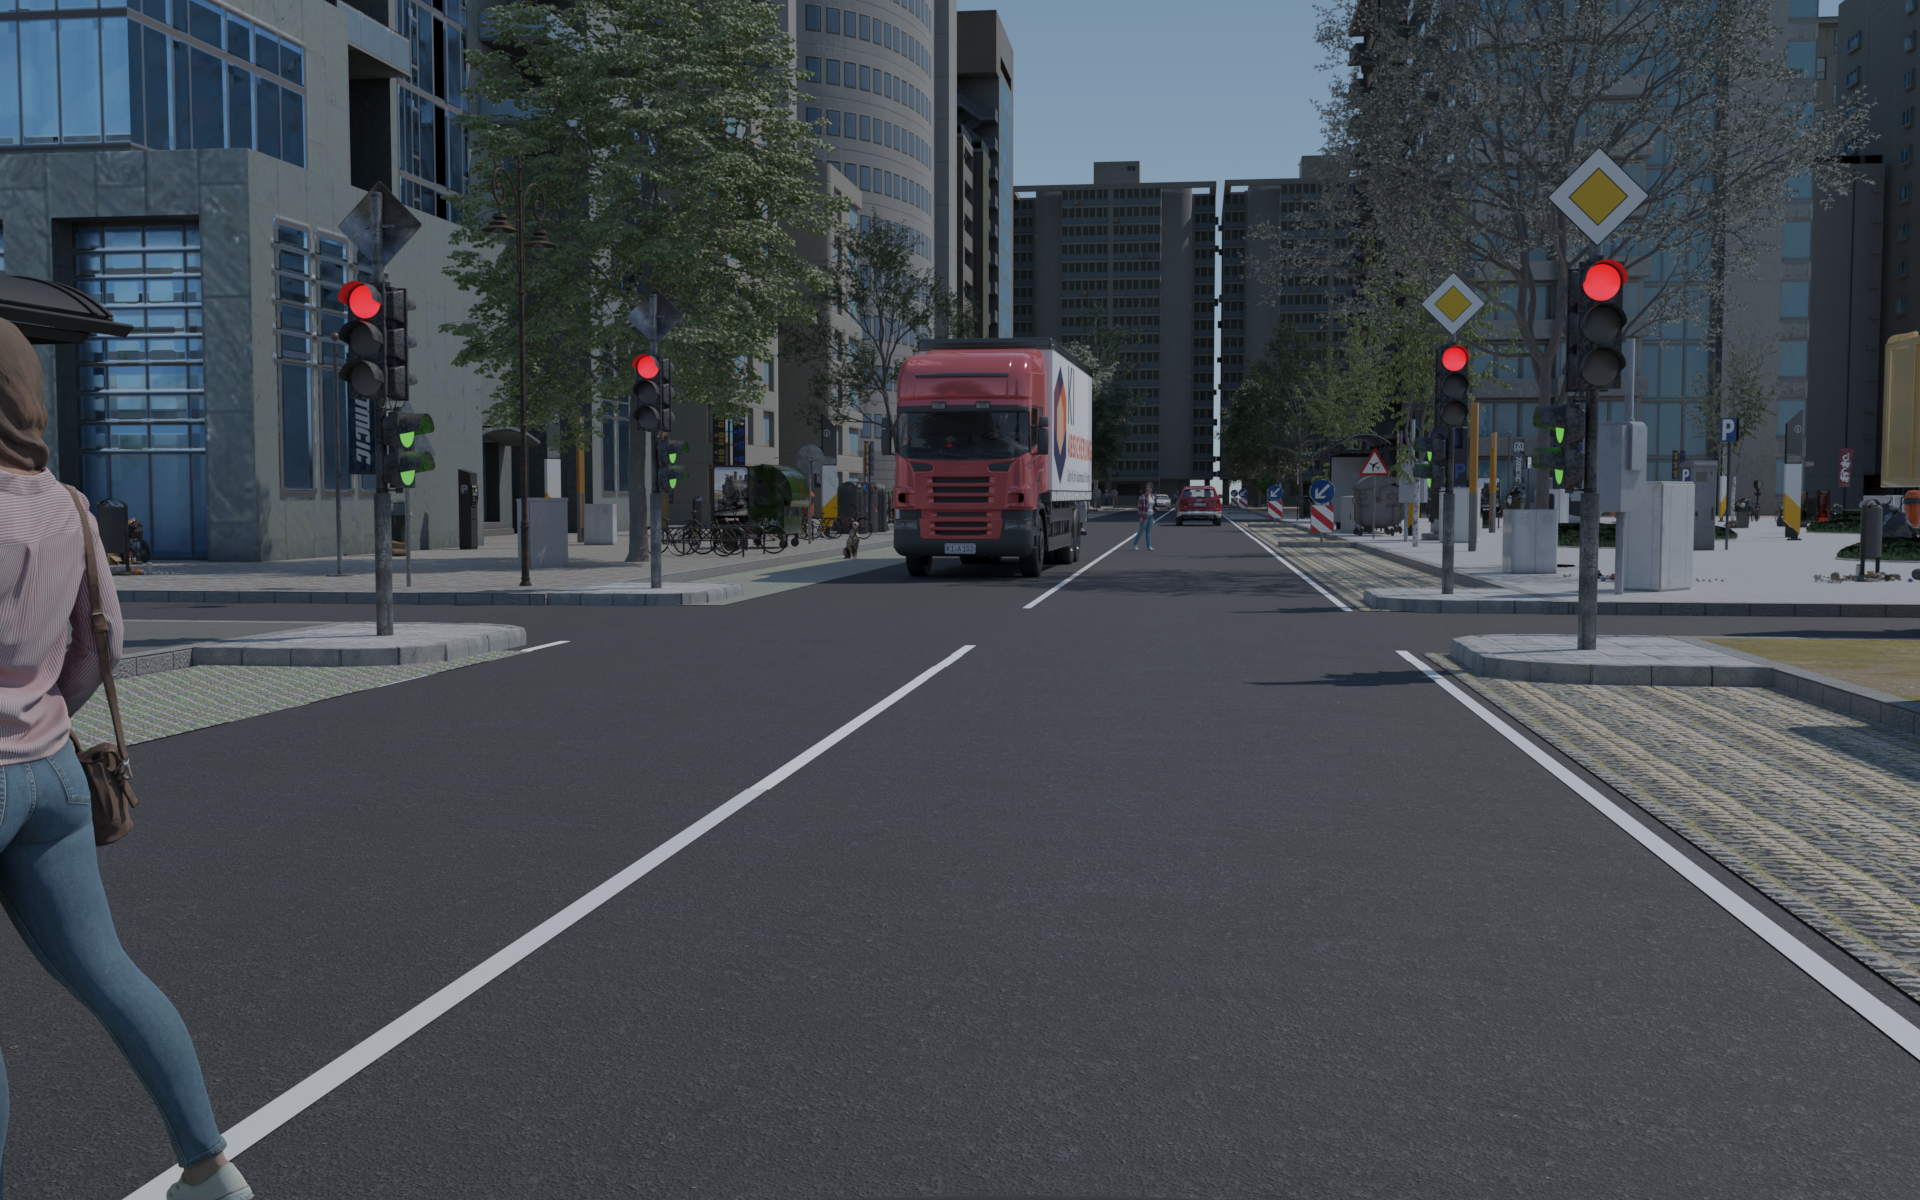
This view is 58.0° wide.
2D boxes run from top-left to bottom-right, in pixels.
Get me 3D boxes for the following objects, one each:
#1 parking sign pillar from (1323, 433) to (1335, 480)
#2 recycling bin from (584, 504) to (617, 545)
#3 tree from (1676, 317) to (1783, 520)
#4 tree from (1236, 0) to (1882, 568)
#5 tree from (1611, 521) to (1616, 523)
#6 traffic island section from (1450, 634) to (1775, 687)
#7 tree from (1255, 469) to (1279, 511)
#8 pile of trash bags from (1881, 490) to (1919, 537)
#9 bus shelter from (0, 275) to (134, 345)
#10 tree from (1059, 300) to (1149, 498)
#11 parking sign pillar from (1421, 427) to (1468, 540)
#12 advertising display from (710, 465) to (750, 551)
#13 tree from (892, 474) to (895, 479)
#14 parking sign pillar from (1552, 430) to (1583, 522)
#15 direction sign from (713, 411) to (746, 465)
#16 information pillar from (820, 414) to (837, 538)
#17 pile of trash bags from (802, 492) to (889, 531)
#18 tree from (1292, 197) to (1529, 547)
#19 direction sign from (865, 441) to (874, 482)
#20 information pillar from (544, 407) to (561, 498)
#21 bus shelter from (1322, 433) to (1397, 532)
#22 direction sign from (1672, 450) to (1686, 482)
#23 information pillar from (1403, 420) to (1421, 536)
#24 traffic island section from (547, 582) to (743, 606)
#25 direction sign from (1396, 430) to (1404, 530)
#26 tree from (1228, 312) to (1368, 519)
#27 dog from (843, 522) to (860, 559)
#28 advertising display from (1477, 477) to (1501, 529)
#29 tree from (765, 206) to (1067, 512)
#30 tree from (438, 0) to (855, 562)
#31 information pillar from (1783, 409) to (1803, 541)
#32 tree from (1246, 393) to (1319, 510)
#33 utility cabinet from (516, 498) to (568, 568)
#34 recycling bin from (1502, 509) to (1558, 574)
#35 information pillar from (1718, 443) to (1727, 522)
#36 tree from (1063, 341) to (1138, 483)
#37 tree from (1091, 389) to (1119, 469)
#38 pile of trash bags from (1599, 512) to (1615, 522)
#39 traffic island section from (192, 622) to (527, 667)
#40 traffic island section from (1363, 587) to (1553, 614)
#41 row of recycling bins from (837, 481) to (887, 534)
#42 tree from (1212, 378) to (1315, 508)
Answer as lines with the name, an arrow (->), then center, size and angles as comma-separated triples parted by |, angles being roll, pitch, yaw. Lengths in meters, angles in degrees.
parking sign pillar -> 15.897, -5.271, 74.658 | 1.447, 3.967, 1.447 | 1, 4, 10
recycling bin -> -9.111, -1.916, 43.878 | 0.722, 1.027, 0.722 | 0, 4, -2
tree -> 32.515, -7.491, 72.847 | 4.360, 8.622, 3.978 | 0, 3, 0
tree -> 10.390, -7.340, 30.377 | 12.009, 13.543, 11.850 | 0, 3, 0
tree -> 29.610, -5.075, 77.574 | 1.663, 3.219, 1.824 | 0, 3, 0
traffic island section -> 5.203, 0.487, 14.319 | 2.009, 0.180, 2.903 | 0, 4, 8
tree -> 23.288, -8.423, 132.317 | 1.663, 3.219, 1.824 | 0, 3, 0
pile of trash bags -> 22.870, -1.943, 41.528 | 1.912, 1.369, 3.447 | 2, 4, 27
bus shelter -> -9.142, -1.214, 13.765 | 2.014, 3.302, 5.546 | 0, 4, 8
tree -> 12.578, -19.330, 171.931 | 12.611, 20.169, 13.585 | 0, 3, 0
parking sign pillar -> 13.641, -3.660, 48.312 | 1.447, 3.967, 1.447 | -1, 4, -12
advertising display -> -5.170, -2.064, 38.961 | 0.974, 1.923, 0.123 | -3, 5, -41
tree -> -1.612, -4.384, 66.275 | 1.663, 3.219, 1.824 | 0, 3, 0
parking sign pillar -> 22.146, -4.538, 62.673 | 1.447, 3.967, 1.447 | 2, 4, 26
direction sign -> -6.265, -3.367, 47.045 | 0.876, 3.537, 0.379 | 0, 4, -3
information pillar -> -3.833, -3.624, 50.609 | 0.504, 3.616, 0.183 | -2, 4, -33
pile of trash bags -> -4.109, -3.097, 60.384 | 3.447, 1.369, 1.912 | 1, 4, 23
tree -> 11.270, -5.597, 41.870 | 4.737, 8.622, 4.395 | 0, 3, 0
direction sign -> -3.873, -5.022, 74.103 | 0.379, 3.537, 0.876 | 1, 4, 22
information pillar -> -9.669, -3.045, 41.147 | 0.183, 3.616, 0.504 | 2, 4, 28
bus shelter -> 13.864, -4.063, 60.359 | 2.014, 3.302, 5.546 | 0, 4, 8
direction sign -> 37.296, -5.991, 89.947 | 0.876, 3.537, 0.379 | -2, 4, -23
information pillar -> 13.814, -3.761, 52.848 | 0.183, 3.616, 0.504 | -3, 4, -36
traffic island section -> -4.166, -0.084, 23.652 | 2.009, 0.180, 2.903 | 0, 4, 8
direction sign -> 15.605, -4.256, 61.579 | 0.379, 3.537, 0.876 | 2, 4, 27
tree -> 17.346, -9.473, 89.294 | 7.601, 10.594, 8.767 | 1, 4, 8
dog -> -2.327, -1.312, 38.289 | 0.513, 0.831, 0.800 | 1, 4, 16
advertising display -> 19.728, -3.641, 64.743 | 0.974, 1.923, 0.123 | 3, 4, 38
tree -> -1.962, -7.429, 55.873 | 8.767, 10.594, 7.601 | -2, 4, -34
tree -> -5.692, -7.000, 32.583 | 7.486, 12.596, 7.792 | 0, 3, 0
information pillar -> 22.957, -3.447, 47.715 | 0.504, 3.616, 0.183 | -1, 4, -9
tree -> 20.498, -9.730, 109.449 | 4.360, 8.622, 3.978 | 0, 3, 0
utility cabinet -> -7.318, -1.175, 30.371 | 0.306, 1.237, 1.020 | 2, 4, 27
recycling bin -> 9.260, -0.954, 28.151 | 0.722, 1.027, 0.722 | 0, 4, 4
information pillar -> 35.205, -5.415, 79.891 | 0.504, 3.616, 0.183 | -3, 5, -41
tree -> 10.179, -14.467, 143.187 | 9.857, 13.997, 8.962 | 0, 3, 0
tree -> 8.488, -12.006, 130.707 | 7.601, 10.594, 8.767 | 0, 4, 2
pile of trash bags -> 26.777, -4.022, 75.505 | 3.447, 1.369, 1.912 | -2, 4, -24
traffic island section -> -5.242, 0.400, 15.739 | 2.009, 0.180, 2.903 | 0, 4, 8
traffic island section -> 6.279, 0.003, 22.232 | 2.009, 0.180, 2.903 | 0, 4, 8
row of recycling bins -> -3.260, -3.054, 57.050 | 1.069, 1.692, 3.534 | 1, 4, 14
tree -> 28.355, -15.116, 164.153 | 9.611, 12.733, 9.660 | 0, 3, 0
